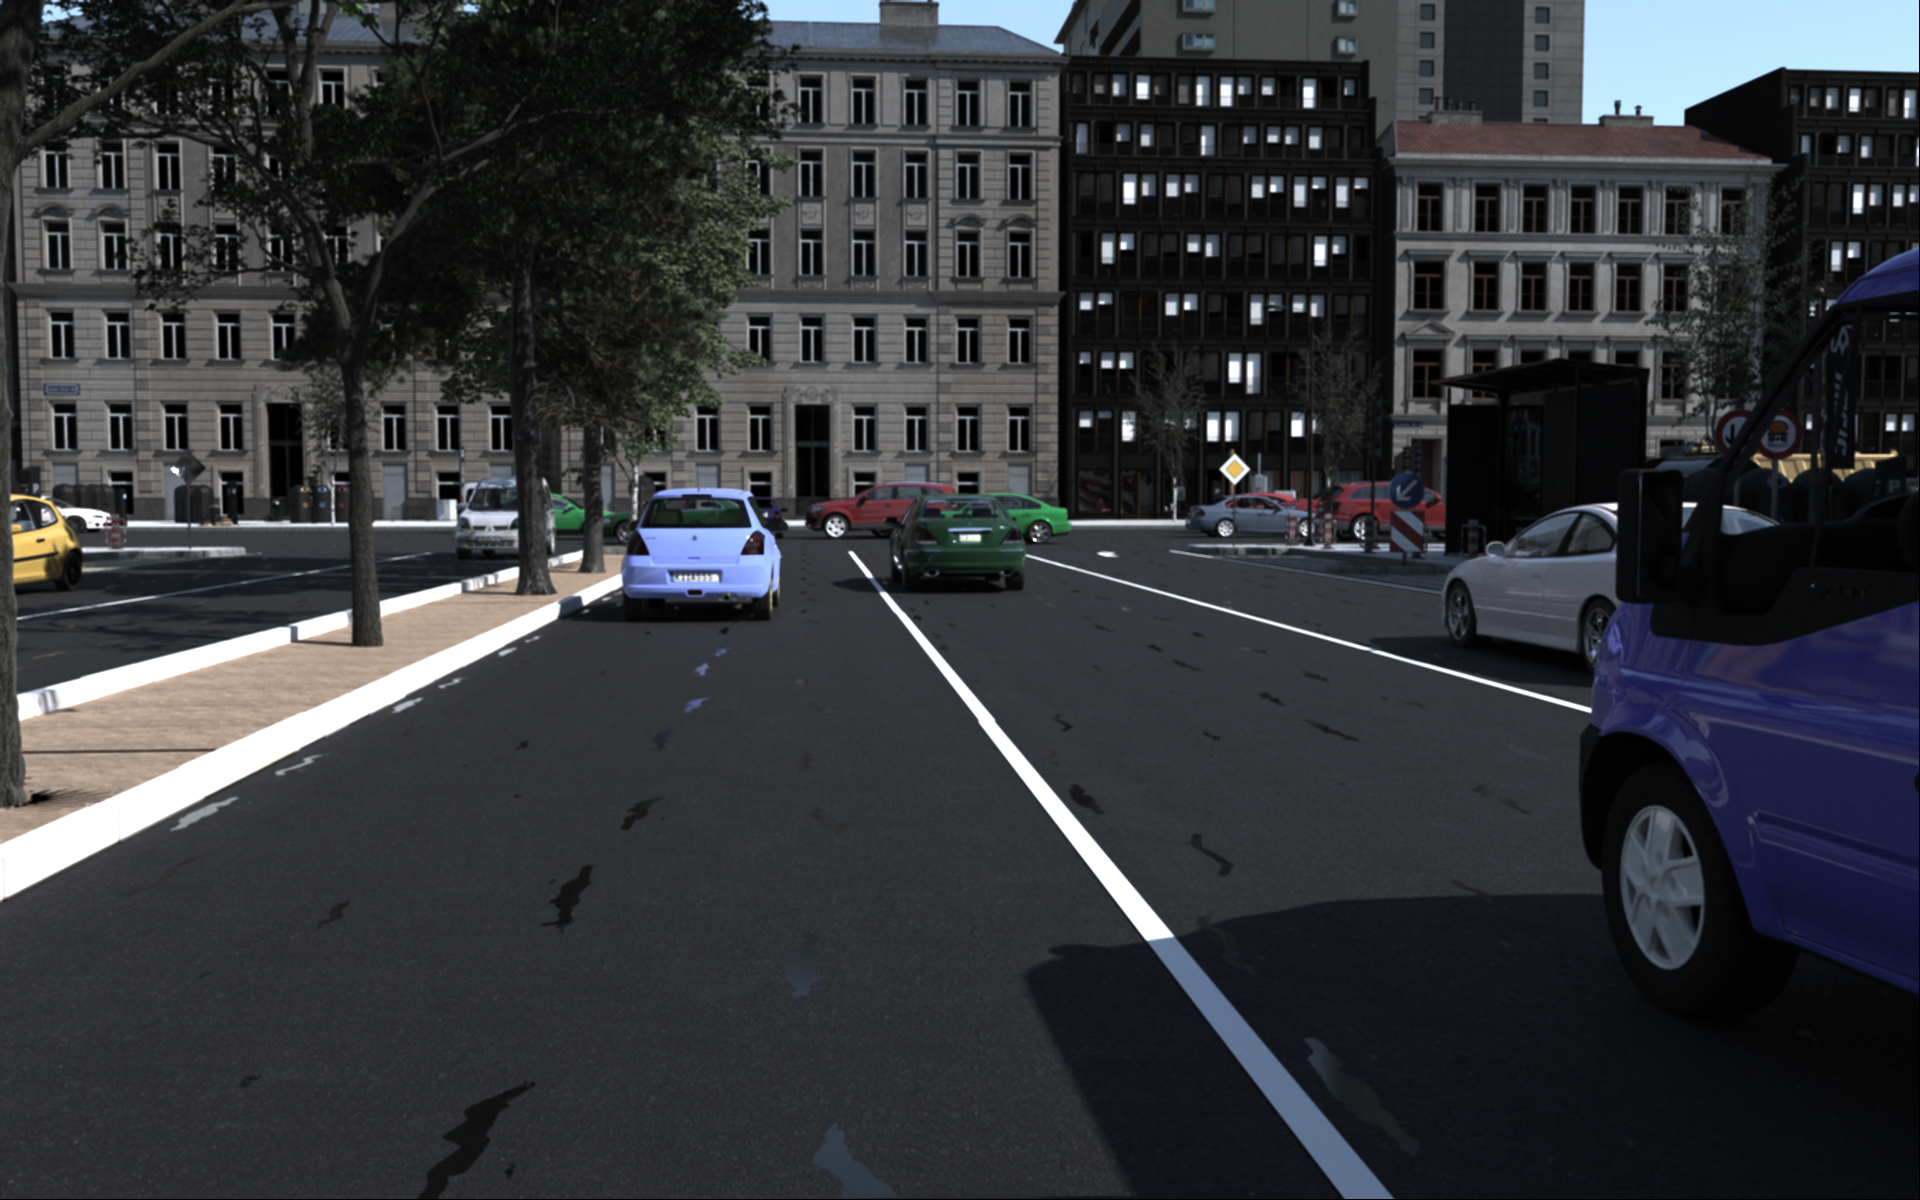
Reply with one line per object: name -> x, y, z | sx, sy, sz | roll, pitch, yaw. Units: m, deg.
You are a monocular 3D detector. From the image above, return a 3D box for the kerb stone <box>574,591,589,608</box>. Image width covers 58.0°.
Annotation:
kerb stone -> -4.863, 0.016, 21.991 | 0.120, 0.150, 1.000 | 0, 4, -5

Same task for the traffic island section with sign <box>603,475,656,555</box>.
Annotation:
traffic island section with sign -> -7.681, -2.039, 41.478 | 2.006, 1.907, 1.989 | 0, 4, -5

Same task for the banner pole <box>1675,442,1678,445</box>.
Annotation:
banner pole -> 34.883, -5.752, 84.066 | 0.863, 3.779, 0.401 | -2, 4, -27

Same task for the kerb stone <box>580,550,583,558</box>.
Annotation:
kerb stone -> -8.440, -0.972, 38.208 | 0.120, 0.150, 1.000 | 0, 4, -5

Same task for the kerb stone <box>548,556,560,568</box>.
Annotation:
kerb stone -> -8.070, -0.726, 34.116 | 0.120, 0.150, 1.000 | 0, 4, -5

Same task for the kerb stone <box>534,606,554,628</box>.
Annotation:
kerb stone -> -4.593, 0.201, 18.917 | 0.120, 0.150, 1.000 | 0, 4, -5

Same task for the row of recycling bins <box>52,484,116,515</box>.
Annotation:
row of recycling bins -> -35.455, -3.863, 70.266 | 1.069, 1.692, 3.534 | 0, 4, 5

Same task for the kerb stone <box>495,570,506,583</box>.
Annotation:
kerb stone -> -7.517, -0.350, 27.982 | 0.120, 0.150, 1.000 | 0, 4, -5

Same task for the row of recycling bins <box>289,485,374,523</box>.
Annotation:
row of recycling bins -> -28.003, -4.288, 77.225 | 3.534, 1.692, 1.069 | -1, 4, -23

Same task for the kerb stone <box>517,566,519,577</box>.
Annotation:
kerb stone -> -7.706, -0.479, 30.025 | 0.120, 0.150, 1.000 | 0, 4, -5

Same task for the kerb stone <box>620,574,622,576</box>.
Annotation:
kerb stone -> -5.332, -0.298, 27.111 | 0.120, 0.150, 1.000 | 0, 4, -5

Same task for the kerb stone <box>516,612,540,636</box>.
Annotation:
kerb stone -> -4.500, 0.263, 17.895 | 0.120, 0.150, 1.000 | 0, 4, -5

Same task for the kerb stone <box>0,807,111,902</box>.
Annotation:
kerb stone -> -3.473, 0.953, 6.606 | 0.120, 0.150, 1.000 | 0, 4, -5

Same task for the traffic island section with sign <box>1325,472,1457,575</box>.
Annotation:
traffic island section with sign -> 7.744, -1.398, 31.481 | 1.989, 1.847, 2.006 | 0, 4, -5

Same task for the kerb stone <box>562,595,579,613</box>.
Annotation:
kerb stone -> -4.775, 0.075, 20.969 | 0.120, 0.150, 1.000 | 0, 4, -5

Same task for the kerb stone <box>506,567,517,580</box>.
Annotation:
kerb stone -> -7.611, -0.416, 29.003 | 0.120, 0.150, 1.000 | 0, 4, -5

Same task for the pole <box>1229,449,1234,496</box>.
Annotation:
pole -> 12.340, -5.193, 78.755 | 0.158, 3.312, 0.155 | 0, 3, 0

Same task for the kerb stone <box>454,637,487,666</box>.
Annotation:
kerb stone -> -4.220, 0.451, 14.824 | 0.120, 0.150, 1.000 | 0, 4, -5

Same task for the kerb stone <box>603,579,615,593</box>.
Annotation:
kerb stone -> -5.150, -0.174, 25.058 | 0.120, 0.150, 1.000 | 0, 4, -5

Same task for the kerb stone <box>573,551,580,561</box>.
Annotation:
kerb stone -> -8.344, -0.917, 37.186 | 0.120, 0.150, 1.000 | 0, 4, -5

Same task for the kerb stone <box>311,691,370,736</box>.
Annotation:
kerb stone -> -3.848, 0.707, 10.706 | 0.120, 0.150, 1.000 | 0, 4, -5

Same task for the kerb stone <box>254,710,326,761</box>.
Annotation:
kerb stone -> -3.759, 0.765, 9.684 | 0.120, 0.150, 1.000 | 0, 4, -5

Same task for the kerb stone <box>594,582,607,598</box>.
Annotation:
kerb stone -> -5.049, -0.112, 24.037 | 0.120, 0.150, 1.000 | 0, 4, -5

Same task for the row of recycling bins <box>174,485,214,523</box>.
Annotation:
row of recycling bins -> -34.133, -4.280, 77.097 | 1.069, 1.692, 3.534 | -3, 5, -40

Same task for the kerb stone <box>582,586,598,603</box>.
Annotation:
kerb stone -> -4.959, -0.050, 23.014 | 0.120, 0.150, 1.000 | 0, 4, -5

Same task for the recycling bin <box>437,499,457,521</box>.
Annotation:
recycling bin -> -24.293, -4.247, 81.993 | 0.722, 1.027, 0.722 | 0, 4, 7

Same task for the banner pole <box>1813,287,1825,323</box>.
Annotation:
banner pole -> 10.606, -1.903, 21.125 | 0.863, 3.779, 0.401 | -1, 4, -18

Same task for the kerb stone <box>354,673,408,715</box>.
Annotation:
kerb stone -> -3.935, 0.641, 11.728 | 0.120, 0.150, 1.000 | 0, 4, -5

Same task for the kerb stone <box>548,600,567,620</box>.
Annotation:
kerb stone -> -4.686, 0.138, 19.939 | 0.120, 0.150, 1.000 | 0, 4, -5

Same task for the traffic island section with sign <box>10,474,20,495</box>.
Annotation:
traffic island section with sign -> -16.664, -1.287, 29.675 | 1.989, 1.847, 2.006 | 0, 4, -5

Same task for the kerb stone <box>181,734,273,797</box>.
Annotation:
kerb stone -> -3.662, 0.828, 8.654 | 0.120, 0.150, 1.000 | 0, 4, -5

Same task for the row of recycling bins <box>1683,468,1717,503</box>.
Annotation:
row of recycling bins -> 13.109, -1.240, 27.391 | 3.534, 1.692, 1.069 | 0, 4, -7

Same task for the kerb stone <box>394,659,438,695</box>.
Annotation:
kerb stone -> -4.037, 0.577, 12.766 | 0.120, 0.150, 1.000 | 0, 4, -5

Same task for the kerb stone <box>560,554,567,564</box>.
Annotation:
kerb stone -> -8.160, -0.792, 35.137 | 0.120, 0.150, 1.000 | 0, 4, -5

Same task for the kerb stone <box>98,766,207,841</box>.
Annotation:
kerb stone -> -3.564, 0.896, 7.628 | 0.120, 0.150, 1.000 | 0, 4, -5

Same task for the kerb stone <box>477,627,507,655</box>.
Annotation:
kerb stone -> -4.312, 0.388, 15.846 | 0.120, 0.150, 1.000 | 0, 4, -5

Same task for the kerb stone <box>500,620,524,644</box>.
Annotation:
kerb stone -> -4.410, 0.329, 16.873 | 0.120, 0.150, 1.000 | 0, 4, -5

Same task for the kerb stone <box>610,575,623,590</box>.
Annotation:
kerb stone -> -5.235, -0.238, 26.090 | 0.120, 0.150, 1.000 | 0, 4, -5

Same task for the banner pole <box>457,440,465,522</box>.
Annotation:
banner pole -> -23.161, -5.537, 80.551 | 0.401, 3.779, 0.863 | 0, 4, 1

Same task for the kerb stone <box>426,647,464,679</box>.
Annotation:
kerb stone -> -4.132, 0.513, 13.802 | 0.120, 0.150, 1.000 | 0, 4, -5

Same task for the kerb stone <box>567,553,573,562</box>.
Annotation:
kerb stone -> -8.258, -0.853, 36.164 | 0.120, 0.150, 1.000 | 0, 4, -5

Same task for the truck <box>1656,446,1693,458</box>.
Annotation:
truck -> 31.693, -4.432, 68.381 | 9.791, 3.379, 3.469 | 0, 4, -7
